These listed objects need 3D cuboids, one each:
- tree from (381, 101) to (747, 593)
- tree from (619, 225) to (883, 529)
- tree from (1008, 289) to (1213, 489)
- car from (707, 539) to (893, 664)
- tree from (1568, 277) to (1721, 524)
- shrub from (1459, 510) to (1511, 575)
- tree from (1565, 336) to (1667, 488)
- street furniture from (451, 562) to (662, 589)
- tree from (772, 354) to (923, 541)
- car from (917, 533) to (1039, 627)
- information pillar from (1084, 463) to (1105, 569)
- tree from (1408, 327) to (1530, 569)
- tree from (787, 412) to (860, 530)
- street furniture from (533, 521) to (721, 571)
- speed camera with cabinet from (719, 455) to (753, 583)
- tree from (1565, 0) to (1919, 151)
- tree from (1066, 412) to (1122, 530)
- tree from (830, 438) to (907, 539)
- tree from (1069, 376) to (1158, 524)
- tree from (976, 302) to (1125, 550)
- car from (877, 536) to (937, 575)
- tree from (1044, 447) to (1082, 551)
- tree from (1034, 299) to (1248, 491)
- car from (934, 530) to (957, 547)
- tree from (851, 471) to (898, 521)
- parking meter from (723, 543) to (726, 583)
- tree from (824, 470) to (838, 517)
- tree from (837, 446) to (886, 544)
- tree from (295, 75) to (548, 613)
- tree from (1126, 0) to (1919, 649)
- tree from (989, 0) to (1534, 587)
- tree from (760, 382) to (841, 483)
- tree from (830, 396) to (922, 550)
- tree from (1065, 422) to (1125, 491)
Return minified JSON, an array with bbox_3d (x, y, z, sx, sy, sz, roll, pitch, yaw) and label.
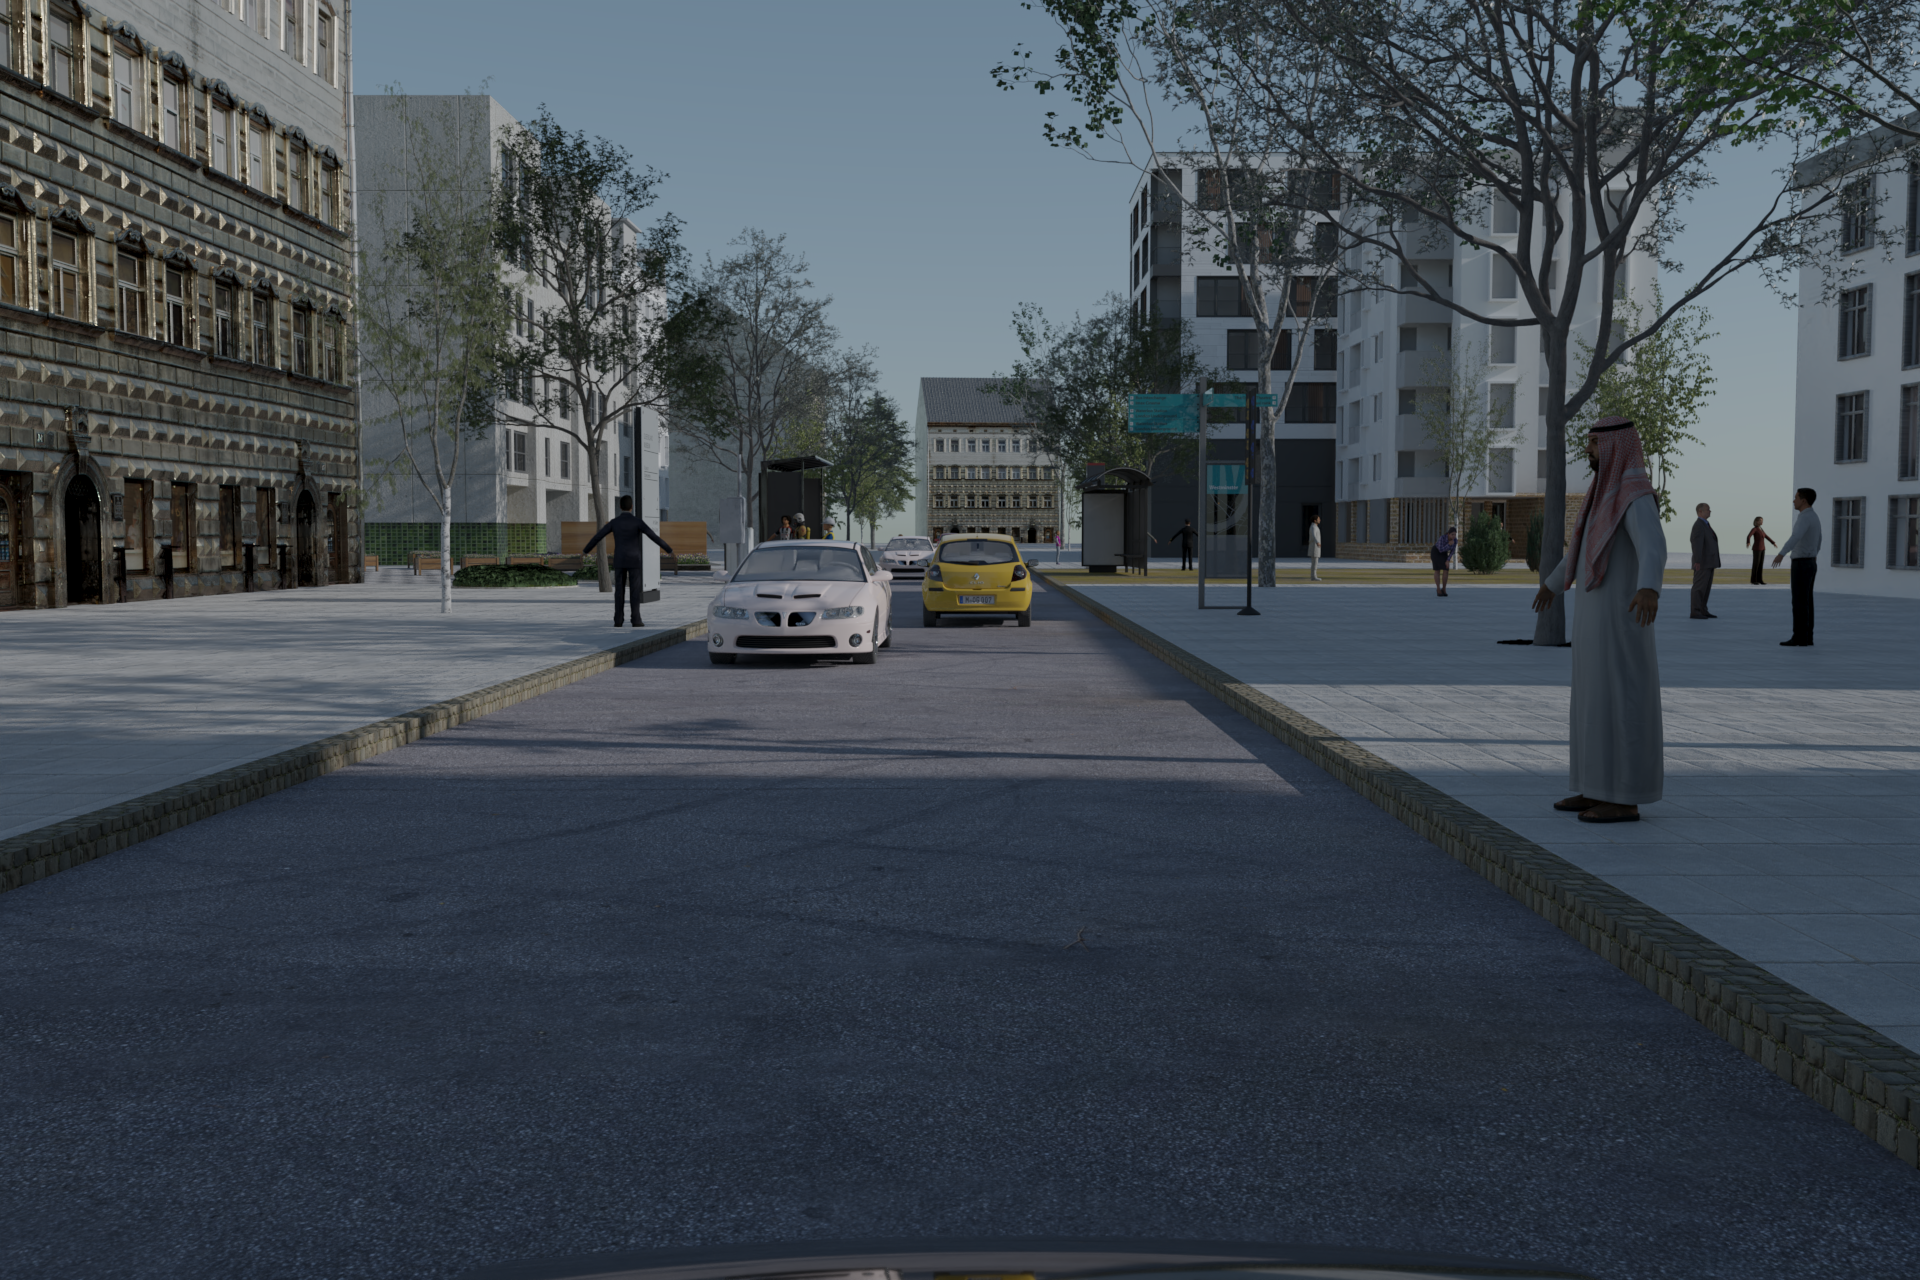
[{"bbox_3d":[-8.122,-6.329,37.897,7.601,10.594,8.767,1,4,14],"label":"tree"},{"bbox_3d":[-8.222,-9.657,68.262,12.009,13.543,11.850,0,3,0],"label":"tree"},{"bbox_3d":[7.483,-10.748,86.107,12.009,13.543,11.850,0,3,0],"label":"tree"},{"bbox_3d":[-1.814,-0.504,20.603,2.083,1.381,4.827,0,4,1],"label":"car"},{"bbox_3d":[19.478,-6.030,48.960,4.737,8.622,4.395,0,3,0],"label":"tree"},{"bbox_3d":[16.626,-3.109,54.876,1.661,2.075,1.752,0,3,0],"label":"shrub"},{"bbox_3d":[23.975,-6.917,63.453,4.737,8.622,4.395,0,3,0],"label":"tree"},{"bbox_3d":[-10.649,-1.825,45.466,5.734,0.657,10.072,-1,4,-12],"label":"street furniture"},{"bbox_3d":[-7.491,-12.627,116.826,12.009,13.543,11.850,0,3,0],"label":"tree"},{"bbox_3d":[0.287,-1.097,28.163,2.015,1.641,3.980,0,4,1],"label":"car"},{"bbox_3d":[4.942,-4.520,63.280,0.750,3.857,0.750,0,4,-1],"label":"information pillar"},{"bbox_3d":[17.742,-6.866,62.630,4.360,8.622,3.978,0,3,0],"label":"tree"},{"bbox_3d":[-7.867,-8.911,96.062,4.737,8.622,4.395,0,3,0],"label":"tree"},{"bbox_3d":[-13.254,-3.389,62.267,9.812,1.723,11.010,-1,4,-13],"label":"street furniture"},{"bbox_3d":[-5.664,-3.029,43.852,0.660,3.252,2.038,0,4,1],"label":"speed camera with cabinet"},{"bbox_3d":[7.003,-5.148,9.934,9.928,11.665,9.643,0,3,0],"label":"tree"},{"bbox_3d":[7.501,-8.800,94.244,4.737,8.622,4.395,0,3,0],"label":"tree"},{"bbox_3d":[-7.987,-13.263,151.255,7.601,10.594,8.767,0,4,8],"label":"tree"},{"bbox_3d":[7.022,-7.790,77.723,4.737,8.622,4.395,0,3,0],"label":"tree"},{"bbox_3d":[7.017,-17.571,143.173,12.611,20.169,13.585,0,3,0],"label":"tree"},{"bbox_3d":[-1.622,-2.692,56.379,2.083,1.381,4.827,0,4,0],"label":"car"},{"bbox_3d":[8.100,-11.114,132.069,4.360,8.622,3.978,0,3,0],"label":"tree"},{"bbox_3d":[7.161,-8.262,69.504,8.767,10.594,7.601,-1,4,-14],"label":"tree"},{"bbox_3d":[-0.581,-6.352,112.903,2.155,1.783,4.494,0,4,1],"label":"car"},{"bbox_3d":[-11.683,-18.723,240.528,7.601,10.594,8.767,0,4,-1],"label":"tree"},{"bbox_3d":[-6.029,-2.437,45.554,0.399,1.863,0.255,0,4,2],"label":"parking meter"},{"bbox_3d":[-21.053,-20.259,237.896,9.857,13.997,8.962,0,3,0],"label":"tree"},{"bbox_3d":[-7.656,-11.310,135.280,4.737,8.622,4.395,0,3,0],"label":"tree"},{"bbox_3d":[-8.223,-4.727,27.648,4.360,8.622,3.978,0,3,0],"label":"tree"},{"bbox_3d":[6.930,-6.682,19.619,12.009,13.543,11.850,0,3,0],"label":"tree"},{"bbox_3d":[7.030,-11.255,39.911,12.611,20.169,13.585,0,3,0],"label":"tree"},{"bbox_3d":[-7.655,-8.079,82.450,4.737,8.622,4.395,0,3,0],"label":"tree"},{"bbox_3d":[-7.043,-13.720,142.452,7.486,12.596,7.792,0,3,0],"label":"tree"},{"bbox_3d":[8.103,-9.310,102.580,4.737,8.622,4.395,0,3,0],"label":"tree"}]
